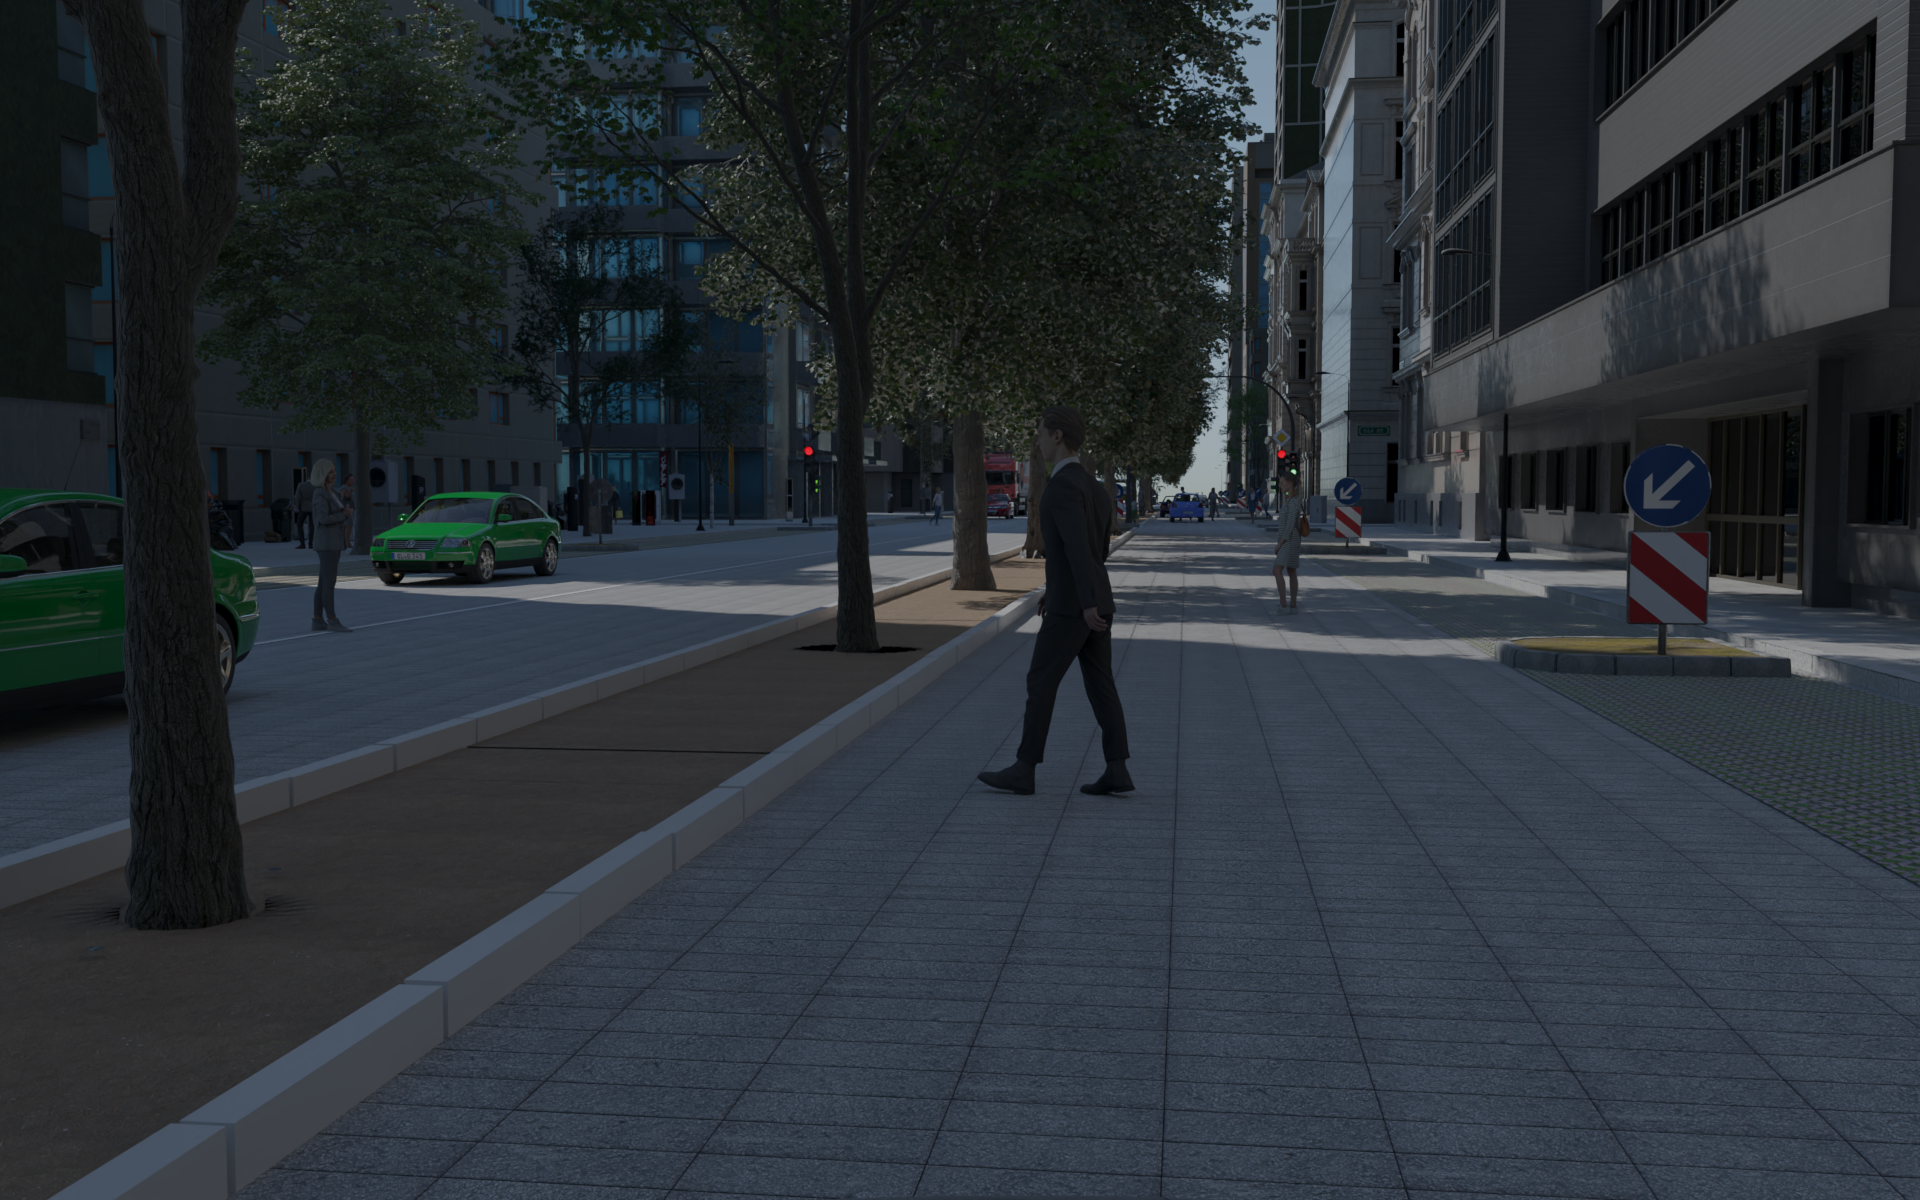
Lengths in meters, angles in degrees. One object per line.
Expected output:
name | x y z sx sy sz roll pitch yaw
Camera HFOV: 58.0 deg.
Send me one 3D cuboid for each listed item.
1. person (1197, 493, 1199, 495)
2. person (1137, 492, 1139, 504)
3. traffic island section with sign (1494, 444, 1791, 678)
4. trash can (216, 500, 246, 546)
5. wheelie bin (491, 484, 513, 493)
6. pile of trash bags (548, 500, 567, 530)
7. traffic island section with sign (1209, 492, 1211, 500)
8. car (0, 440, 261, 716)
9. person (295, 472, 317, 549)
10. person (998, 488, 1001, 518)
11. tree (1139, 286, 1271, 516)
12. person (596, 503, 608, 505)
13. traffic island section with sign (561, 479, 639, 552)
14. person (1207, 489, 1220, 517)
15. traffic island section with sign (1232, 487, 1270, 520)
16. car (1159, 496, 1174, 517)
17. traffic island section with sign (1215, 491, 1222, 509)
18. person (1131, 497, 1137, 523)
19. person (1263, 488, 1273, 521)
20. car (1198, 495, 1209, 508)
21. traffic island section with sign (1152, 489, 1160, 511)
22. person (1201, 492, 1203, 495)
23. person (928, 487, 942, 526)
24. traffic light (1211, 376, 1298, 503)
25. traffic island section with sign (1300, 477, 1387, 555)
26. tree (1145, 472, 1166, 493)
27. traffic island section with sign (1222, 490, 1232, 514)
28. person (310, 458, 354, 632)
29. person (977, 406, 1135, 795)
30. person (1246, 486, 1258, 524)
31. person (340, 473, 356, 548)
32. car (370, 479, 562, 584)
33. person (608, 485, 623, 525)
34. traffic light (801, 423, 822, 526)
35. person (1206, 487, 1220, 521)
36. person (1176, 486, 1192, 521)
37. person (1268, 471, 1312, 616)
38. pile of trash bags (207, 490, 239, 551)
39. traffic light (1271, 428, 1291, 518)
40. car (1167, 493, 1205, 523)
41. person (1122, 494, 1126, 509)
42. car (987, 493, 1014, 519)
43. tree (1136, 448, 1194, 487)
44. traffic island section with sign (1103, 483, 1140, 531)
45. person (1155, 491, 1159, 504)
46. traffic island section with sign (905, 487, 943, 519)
person | 39.426 -16.955 286.422 0.721 1.735 1.217 -2 4 -30
person | 25.692 -14.660 248.851 0.621 1.740 0.551 1 4 22
traffic island section with sign | 5.586 -0.358 14.479 1.989 1.847 2.006 0 4 7
trash can | -18.001 -1.901 42.737 0.748 1.137 0.748 0 3 0
wheelie bin | -14.183 -2.794 53.586 0.980 1.594 0.693 -1 4 -15
pile of trash bags | -15.176 -3.125 60.840 1.912 1.369 3.447 1 4 14
traffic island section with sign | 29.830 -11.631 198.791 1.989 1.847 2.006 0 4 7
car | -6.029 -0.092 10.293 1.959 1.807 4.718 0 4 7
person | -15.305 -2.103 40.609 0.592 1.802 0.473 -1 4 -16
person | 2.467 -5.736 102.554 0.520 1.790 0.573 -3 5 -44
tree | 12.726 -15.335 109.080 12.611 20.169 13.585 0 3 0
person | -12.248 -3.242 59.155 0.391 1.810 0.635 0 4 2
traffic island section with sign | -9.243 -2.152 43.815 1.989 1.847 2.006 0 4 7
person | 15.664 -6.003 106.915 0.850 1.792 0.678 -1 4 -21
traffic island section with sign | 16.409 -5.392 96.787 1.989 1.847 2.006 0 4 7
car | 13.297 -5.798 107.385 1.945 1.354 3.894 1 4 8
traffic island section with sign | 26.214 -9.955 171.391 1.989 1.847 2.006 0 4 7
person | 8.468 -4.367 84.154 0.306 1.304 0.590 0 4 4
person | 16.245 -5.029 91.388 0.598 1.740 0.731 -1 4 -14
car | 25.270 -10.404 182.464 2.083 1.381 4.827 0 4 7
traffic island section with sign | 16.568 -8.636 149.335 2.006 1.907 1.989 0 4 7
person | 35.782 -15.131 256.599 0.721 1.736 1.217 0 4 -5
person | -1.140 -4.198 77.812 0.598 1.740 0.731 1 4 12
traffic light | 10.605 -5.608 66.366 4.771 5.953 1.251 0 4 7
traffic island section with sign | 9.160 -2.022 41.693 1.989 1.847 2.006 0 4 7
tree | 12.723 -10.246 120.333 4.360 8.622 3.978 0 3 0
traffic island section with sign | 19.932 -7.027 123.512 1.989 1.847 2.006 0 4 7
person | -6.547 -0.578 18.135 0.526 1.800 0.537 0 4 5
person | 0.471 0.002 8.240 0.755 1.850 0.659 2 4 28
person | 13.973 -4.528 82.559 0.581 1.822 0.654 2 4 34
person | -14.546 -2.137 41.345 0.532 1.782 0.716 1 4 9
car | -8.199 -1.238 29.034 1.959 1.807 4.718 0 4 8
person | -15.002 -4.011 74.292 0.699 1.804 1.509 -2 4 -31
traffic light | -5.913 -4.877 68.657 0.839 4.253 0.868 0 4 7
person | 13.544 -5.129 92.628 0.678 1.792 0.850 0 4 -6
person | 11.815 -5.070 91.354 0.822 1.834 0.622 1 4 14
person | 3.916 -0.679 20.609 0.522 1.701 0.512 0 4 5
pile of trash bags | -17.752 -1.865 40.249 1.912 1.369 3.447 -1 4 -17
traffic light | 13.732 -5.213 74.151 0.839 4.253 0.868 0 4 7
car | 11.553 -4.816 88.332 1.945 1.707 3.694 0 4 6
person | 16.046 -9.683 166.762 0.705 1.831 1.348 3 4 38
car | 2.075 -5.518 99.266 2.155 1.783 4.494 0 4 7
tree | 16.203 -13.806 146.306 7.486 12.596 7.792 0 3 0
traffic island section with sign | 6.777 -4.079 74.835 2.006 1.907 1.989 0 4 7
person | 28.679 -14.854 251.226 0.599 1.838 0.709 -3 4 -37
traffic island section with sign | -2.005 -5.516 98.807 1.989 1.847 2.006 0 4 7
